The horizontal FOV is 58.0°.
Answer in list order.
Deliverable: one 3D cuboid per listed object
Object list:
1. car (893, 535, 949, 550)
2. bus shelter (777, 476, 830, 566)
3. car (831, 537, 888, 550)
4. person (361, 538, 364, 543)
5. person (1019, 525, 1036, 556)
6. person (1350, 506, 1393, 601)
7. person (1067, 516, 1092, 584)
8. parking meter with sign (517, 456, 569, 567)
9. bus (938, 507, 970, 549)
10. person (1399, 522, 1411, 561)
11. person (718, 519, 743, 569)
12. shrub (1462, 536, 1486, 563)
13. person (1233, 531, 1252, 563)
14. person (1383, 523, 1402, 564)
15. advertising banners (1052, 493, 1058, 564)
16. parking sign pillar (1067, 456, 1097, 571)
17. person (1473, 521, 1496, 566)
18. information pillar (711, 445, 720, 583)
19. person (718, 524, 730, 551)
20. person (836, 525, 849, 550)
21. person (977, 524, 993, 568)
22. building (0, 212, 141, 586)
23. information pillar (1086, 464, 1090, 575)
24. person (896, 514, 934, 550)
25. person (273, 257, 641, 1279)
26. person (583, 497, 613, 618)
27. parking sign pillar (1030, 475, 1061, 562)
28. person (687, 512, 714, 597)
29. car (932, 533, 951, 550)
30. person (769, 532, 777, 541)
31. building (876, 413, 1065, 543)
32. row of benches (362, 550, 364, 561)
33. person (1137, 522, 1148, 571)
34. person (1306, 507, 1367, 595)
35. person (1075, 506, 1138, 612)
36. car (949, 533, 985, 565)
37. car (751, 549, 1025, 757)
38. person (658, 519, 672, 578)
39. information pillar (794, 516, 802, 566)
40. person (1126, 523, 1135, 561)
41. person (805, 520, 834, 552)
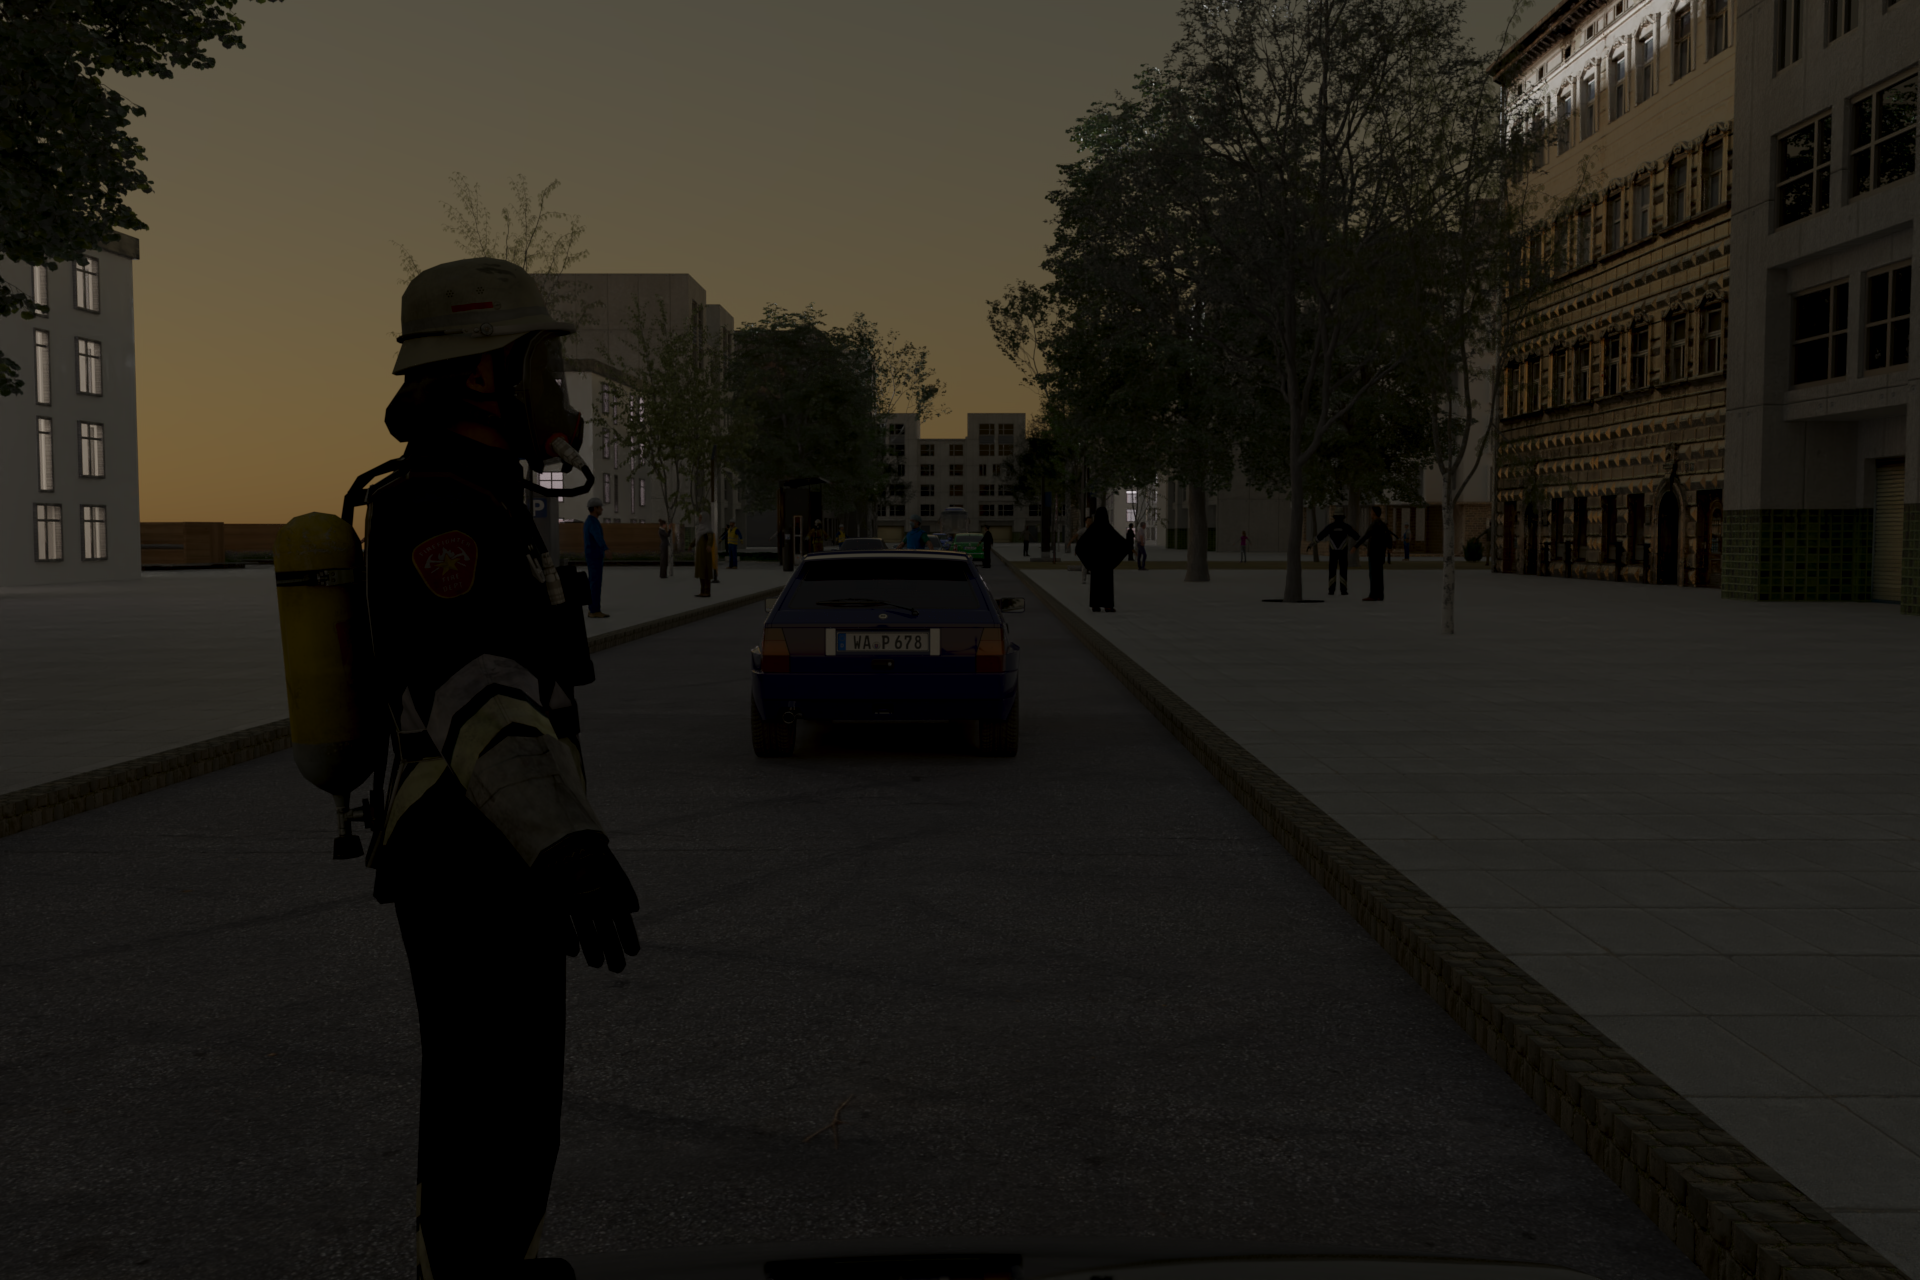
[{"bbox_3d":[-1.410,-3.118,62.975,2.014,1.417,4.499,0,4,1],"label":"car"},{"bbox_3d":[-6.602,-5.034,73.583,1.731,3.624,6.357,0,4,0],"label":"bus shelter"},{"bbox_3d":[-3.028,-2.553,54.322,1.945,1.354,3.894,0,4,0],"label":"car"},{"bbox_3d":[-11.856,-1.794,35.505,0.704,1.807,1.345,2,4,30],"label":"person"},{"bbox_3d":[3.824,-5.703,99.378,0.705,1.813,1.348,3,5,44],"label":"person"},{"bbox_3d":[7.950,-1.660,33.203,1.348,1.821,0.705,-3,5,-43],"label":"person"},{"bbox_3d":[3.342,-2.318,44.664,1.217,1.739,0.721,-1,4,-13],"label":"person"},{"bbox_3d":[-6.924,-1.992,28.823,0.543,3.016,1.738,0,4,0],"label":"parking meter with sign"},{"bbox_3d":[-0.446,-10.417,161.860,2.896,3.916,12.251,0,4,1],"label":"bus"},{"bbox_3d":[21.472,-4.740,83.354,0.705,1.847,1.347,0,4,-6],"label":"person"},{"bbox_3d":[-8.385,-3.533,63.737,1.349,1.833,0.705,3,5,43],"label":"person"},{"bbox_3d":[23.027,-4.070,77.656,1.383,1.207,1.383,0,3,0],"label":"shrub"},{"bbox_3d":[12.682,-4.186,77.704,0.991,1.433,0.599,-2,4,-25],"label":"person"},{"bbox_3d":[18.128,-4.083,73.480,1.216,1.740,0.721,0,4,-3],"label":"person"},{"bbox_3d":[4.049,-4.754,73.908,0.090,3.025,2.074,0,4,-1],"label":"advertising banners"},{"bbox_3d":[4.458,-4.384,60.144,1.447,3.967,1.447,0,4,0],"label":"parking sign pillar"},{"bbox_3d":[21.570,-3.920,70.367,1.348,1.796,0.705,1,4,12],"label":"person"},{"bbox_3d":[-6.416,-3.296,45.242,0.183,3.616,0.504,0,4,1],"label":"information pillar"},{"bbox_3d":[-13.104,-5.619,97.805,1.347,1.837,0.705,-3,5,-43],"label":"person"},{"bbox_3d":[-5.996,-5.038,88.843,0.721,1.772,1.216,2,4,33],"label":"person"},{"bbox_3d":[1.116,-3.934,72.717,0.705,1.837,1.347,2,4,28],"label":"person"},{"bbox_3d":[-24.274,-5.705,35.420,9.099,9.664,28.070,0,4,1],"label":"building"},{"bbox_3d":[4.055,-3.895,55.042,0.183,3.616,0.504,0,3,0],"label":"information pillar"},{"bbox_3d":[-0.898,-1.554,33.987,0.704,1.817,1.347,-3,5,-43],"label":"person"},{"bbox_3d":[-0.724,0.337,2.732,0.705,1.856,1.354,-1,4,-19],"label":"person"},{"bbox_3d":[-5.578,-1.268,26.612,0.705,1.842,1.347,-1,4,-22],"label":"person"},{"bbox_3d":[3.970,-5.612,80.234,1.447,3.967,1.447,0,4,1],"label":"parking sign pillar"},{"bbox_3d":[-5.272,-1.736,35.164,0.721,1.736,1.217,-2,4,-28],"label":"person"},{"bbox_3d":[-1.720,-8.220,143.981,1.945,1.707,3.694,0,4,0],"label":"car"},{"bbox_3d":[-9.980,-5.518,96.407,1.347,1.806,0.705,1,4,21],"label":"person"},{"bbox_3d":[1.131,-23.861,259.047,31.486,18.905,16.747,0,4,1],"label":"building"},{"bbox_3d":[-22.978,-3.279,69.070,1.422,0.672,4.104,2,4,23],"label":"row of benches"},{"bbox_3d":[6.456,-3.314,61.169,0.436,1.711,0.756,0,4,5],"label":"person"},{"bbox_3d":[7.970,-1.871,36.461,1.351,1.845,0.704,1,4,17],"label":"person"},{"bbox_3d":[2.386,-1.331,28.549,1.214,1.737,0.721,3,4,38],"label":"person"},{"bbox_3d":[0.416,-4.261,78.469,1.959,1.807,4.718,0,4,-1],"label":"car"},{"bbox_3d":[-0.483,0.007,12.468,1.945,1.354,3.894,0,4,0],"label":"car"},{"bbox_3d":[-8.447,-2.638,49.983,0.742,1.727,0.445,3,5,40],"label":"person"},{"bbox_3d":[-6.523,-3.994,69.793,0.304,2.012,0.304,0,4,1],"label":"information pillar"},{"bbox_3d":[8.240,-4.707,83.139,0.705,1.806,1.347,-1,4,-19],"label":"person"},{"bbox_3d":[-5.597,-3.834,68.461,1.354,1.858,0.705,-3,4,-36],"label":"person"}]
